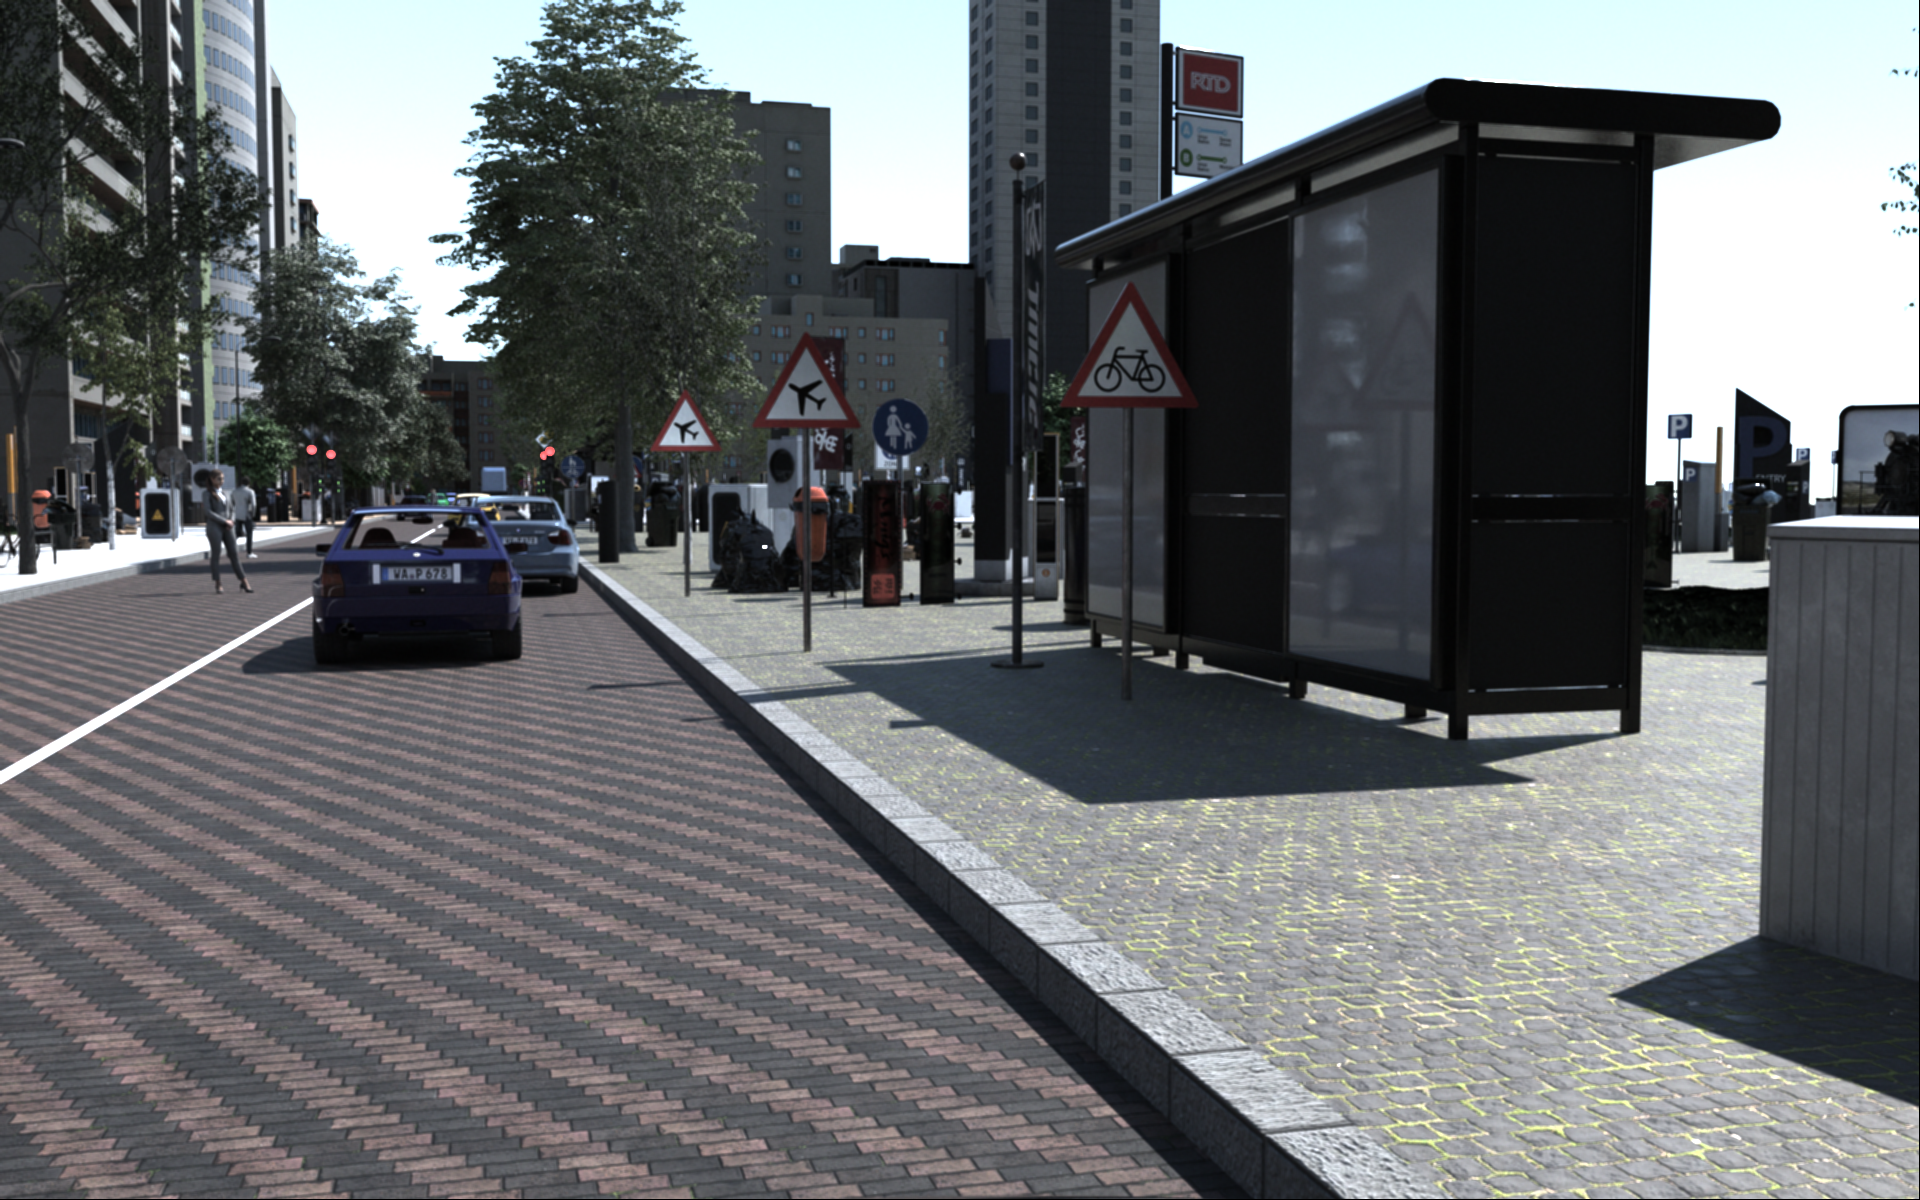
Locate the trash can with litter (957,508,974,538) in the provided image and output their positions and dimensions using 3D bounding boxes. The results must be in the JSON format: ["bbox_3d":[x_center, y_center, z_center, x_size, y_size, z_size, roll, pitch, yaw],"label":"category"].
[{"bbox_3d":[0.463,-2.435,51.207,1.055,1.170,0.624,-1,4,-9],"label":"trash can with litter"}]

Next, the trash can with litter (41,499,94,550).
[{"bbox_3d":[-20.624,-1.753,40.042,0.624,1.170,1.055,1,4,15],"label":"trash can with litter"}]

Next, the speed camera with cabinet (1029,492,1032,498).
[{"bbox_3d":[4.737,-8.867,139.316,2.038,3.252,0.660,-1,4,-12],"label":"speed camera with cabinet"}]

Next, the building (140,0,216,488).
[{"bbox_3d":[-61.119,-26.772,121.319,14.154,41.232,14.086,-1,4,-15],"label":"building"}]

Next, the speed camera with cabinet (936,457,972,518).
[{"bbox_3d":[-0.396,-6.049,93.235,2.038,3.252,0.660,-2,4,-29],"label":"speed camera with cabinet"}]

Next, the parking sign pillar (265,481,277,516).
[{"bbox_3d":[-41.086,-6.961,102.286,1.447,3.967,1.447,-3,4,-38],"label":"parking sign pillar"}]

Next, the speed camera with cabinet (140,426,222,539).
[{"bbox_3d":[-22.639,-3.418,50.216,2.038,3.252,0.660,-1,4,-18],"label":"speed camera with cabinet"}]

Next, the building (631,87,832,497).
[{"bbox_3d":[-27.315,-35.541,204.789,21.300,48.544,21.600,-1,4,-15],"label":"building"}]

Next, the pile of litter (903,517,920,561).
[{"bbox_3d":[-1.059,-1.223,33.955,1.176,0.858,1.719,-1,4,-10],"label":"pile of litter"}]

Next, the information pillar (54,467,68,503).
[{"bbox_3d":[-24.690,-2.636,47.592,0.304,2.012,0.304,-2,4,-32],"label":"information pillar"}]

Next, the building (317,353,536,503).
[{"bbox_3d":[-77.590,-25.044,254.504,28.899,21.520,27.650,-1,4,-15],"label":"building"}]

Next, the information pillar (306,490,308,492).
[{"bbox_3d":[-44.059,-6.882,117.012,0.304,2.012,0.304,-2,4,-26],"label":"information pillar"}]

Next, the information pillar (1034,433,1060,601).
[{"bbox_3d":[1.043,-1.003,20.893,0.304,2.012,0.304,0,4,4],"label":"information pillar"}]

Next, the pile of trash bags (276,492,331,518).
[{"bbox_3d":[-34.578,-4.991,91.359,3.447,1.369,1.912,-1,4,-13],"label":"pile of trash bags"}]

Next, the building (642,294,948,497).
[{"bbox_3d":[-18.266,-20.605,181.929,27.650,21.520,28.899,-1,4,-15],"label":"building"}]

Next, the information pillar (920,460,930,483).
[{"bbox_3d":[-2.303,-7.818,119.186,0.504,3.616,0.183,2,4,31],"label":"information pillar"}]

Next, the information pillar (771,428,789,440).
[{"bbox_3d":[-4.665,-3.270,44.821,0.504,3.616,0.183,-1,4,-12],"label":"information pillar"}]

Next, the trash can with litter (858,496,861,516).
[{"bbox_3d":[-4.065,-4.256,80.648,2.233,1.210,1.678,-1,4,-20],"label":"trash can with litter"}]

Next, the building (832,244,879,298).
[{"bbox_3d":[-15.530,-35.518,272.595,23.993,40.220,32.217,-1,4,-15],"label":"building"}]

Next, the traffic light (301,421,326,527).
[{"bbox_3d":[-24.931,-4.763,66.794,0.839,4.253,0.868,-1,4,-15],"label":"traffic light"}]

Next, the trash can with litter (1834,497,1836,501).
[{"bbox_3d":[42.268,-4.458,83.940,1.678,1.210,2.233,-3,5,-39],"label":"trash can with litter"}]

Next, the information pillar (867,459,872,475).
[{"bbox_3d":[-6.065,-7.660,116.590,0.183,3.616,0.504,-3,4,-37],"label":"information pillar"}]

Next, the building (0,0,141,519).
[{"bbox_3d":[-56.387,-28.559,90.634,21.300,48.544,21.600,-1,4,-15],"label":"building"}]

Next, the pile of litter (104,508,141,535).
[{"bbox_3d":[-26.464,-2.482,54.549,1.719,0.858,1.176,-2,4,-29],"label":"pile of litter"}]

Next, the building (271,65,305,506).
[{"bbox_3d":[-84.349,-34.588,189.221,21.600,48.544,21.300,-1,4,-15],"label":"building"}]

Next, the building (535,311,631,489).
[{"bbox_3d":[-54.921,-29.418,252.686,14.107,30.474,14.160,-1,4,-15],"label":"building"}]

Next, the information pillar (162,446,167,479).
[{"bbox_3d":[-39.075,-5.737,85.159,0.183,3.616,0.504,-1,4,-12],"label":"information pillar"}]

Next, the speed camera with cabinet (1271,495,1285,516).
[{"bbox_3d":[19.220,-6.477,100.236,0.660,3.252,2.038,-3,5,-44],"label":"speed camera with cabinet"}]

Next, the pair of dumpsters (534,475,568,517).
[{"bbox_3d":[-20.626,-5.194,87.415,1.574,2.255,4.437,-1,4,-15],"label":"pair of dumpsters"}]

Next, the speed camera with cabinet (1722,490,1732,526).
[{"bbox_3d":[30.058,-4.480,67.583,2.038,3.252,0.660,3,5,44],"label":"speed camera with cabinet"}]

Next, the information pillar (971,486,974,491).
[{"bbox_3d":[1.139,-9.471,159.348,0.304,2.012,0.304,0,4,6],"label":"information pillar"}]

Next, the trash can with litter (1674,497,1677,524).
[{"bbox_3d":[23.964,-2.919,59.107,1.055,1.170,0.624,3,4,37],"label":"trash can with litter"}]

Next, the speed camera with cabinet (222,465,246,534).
[{"bbox_3d":[-22.678,-3.641,53.863,0.660,3.252,2.038,-3,5,-41],"label":"speed camera with cabinet"}]

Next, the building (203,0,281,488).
[{"bbox_3d":[-73.953,-37.436,154.078,21.231,58.520,28.212,-1,4,-15],"label":"building"}]

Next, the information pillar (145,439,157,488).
[{"bbox_3d":[-34.581,-5.062,74.117,0.183,3.616,0.504,2,4,32],"label":"information pillar"}]

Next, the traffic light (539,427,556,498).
[{"bbox_3d":[-16.373,-4.903,69.090,0.839,4.253,0.868,-1,4,-15],"label":"traffic light"}]

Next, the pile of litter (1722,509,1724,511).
[{"bbox_3d":[27.639,-3.039,63.650,1.176,0.858,1.719,-2,4,-27],"label":"pile of litter"}]

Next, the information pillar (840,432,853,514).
[{"bbox_3d":[-4.253,-4.506,65.027,0.504,3.616,0.183,-1,4,-18],"label":"information pillar"}]

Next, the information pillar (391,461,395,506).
[{"bbox_3d":[-39.648,-7.935,121.086,0.183,3.616,0.504,-2,4,-34],"label":"information pillar"}]

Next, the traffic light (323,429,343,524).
[{"bbox_3d":[-26.994,-5.235,74.509,0.839,4.253,0.868,-1,4,-15],"label":"traffic light"}]

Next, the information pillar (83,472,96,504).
[{"bbox_3d":[-29.481,-3.315,58.699,0.304,2.012,0.304,-1,4,-11],"label":"information pillar"}]

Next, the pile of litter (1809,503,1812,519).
[{"bbox_3d":[39.745,-4.074,80.581,1.176,0.858,1.719,0,4,-6],"label":"pile of litter"}]

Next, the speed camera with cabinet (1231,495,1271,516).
[{"bbox_3d":[17.053,-6.532,101.129,2.038,3.252,0.660,0,4,-7],"label":"speed camera with cabinet"}]

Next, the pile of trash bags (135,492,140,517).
[{"bbox_3d":[-45.466,-5.292,96.278,1.912,1.369,3.447,-1,4,-13],"label":"pile of trash bags"}]

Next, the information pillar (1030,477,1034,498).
[{"bbox_3d":[6.312,-9.819,151.894,0.504,3.616,0.183,-2,4,-34],"label":"information pillar"}]

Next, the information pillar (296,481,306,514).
[{"bbox_3d":[-36.549,-5.584,95.790,0.304,2.012,0.304,3,5,42],"label":"information pillar"}]

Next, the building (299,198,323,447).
[{"bbox_3d":[-105.312,-36.035,243.792,28.867,44.769,22.147,-1,4,-15],"label":"building"}]

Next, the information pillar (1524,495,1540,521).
[{"bbox_3d":[13.579,-2.240,41.111,0.304,2.012,0.304,2,4,34],"label":"information pillar"}]

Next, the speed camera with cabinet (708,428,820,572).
[{"bbox_3d":[-3.199,-2.065,28.095,2.038,3.252,0.660,3,4,38],"label":"speed camera with cabinet"}]

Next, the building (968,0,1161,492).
[{"bbox_3d":[11.384,-47.477,214.505,20.611,71.187,20.563,-1,4,-15],"label":"building"}]

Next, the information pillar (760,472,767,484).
[{"bbox_3d":[-6.488,-3.266,57.892,0.304,2.012,0.304,-2,4,-31],"label":"information pillar"}]

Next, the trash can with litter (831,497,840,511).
[{"bbox_3d":[-4.905,-2.585,53.321,1.678,1.210,2.233,2,4,26],"label":"trash can with litter"}]

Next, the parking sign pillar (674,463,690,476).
[{"bbox_3d":[-15.651,-6.661,97.373,1.447,3.967,1.447,-2,4,-35],"label":"parking sign pillar"}]

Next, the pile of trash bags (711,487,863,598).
[{"bbox_3d":[-2.174,-0.797,22.780,1.912,1.369,3.447,-1,4,-15],"label":"pile of trash bags"}]

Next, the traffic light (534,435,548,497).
[{"bbox_3d":[-18.437,-5.375,76.805,0.839,4.253,0.868,-1,4,-15],"label":"traffic light"}]

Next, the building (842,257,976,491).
[{"bbox_3d":[-6.505,-27.141,215.459,14.107,30.474,14.160,-1,4,-15],"label":"building"}]

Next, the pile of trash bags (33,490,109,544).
[{"bbox_3d":[-23.136,-2.128,44.541,1.912,1.369,3.447,-1,4,-12],"label":"pile of trash bags"}]

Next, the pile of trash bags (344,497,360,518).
[{"bbox_3d":[-34.353,-5.188,94.583,3.447,1.369,1.912,1,4,11],"label":"pile of trash bags"}]
